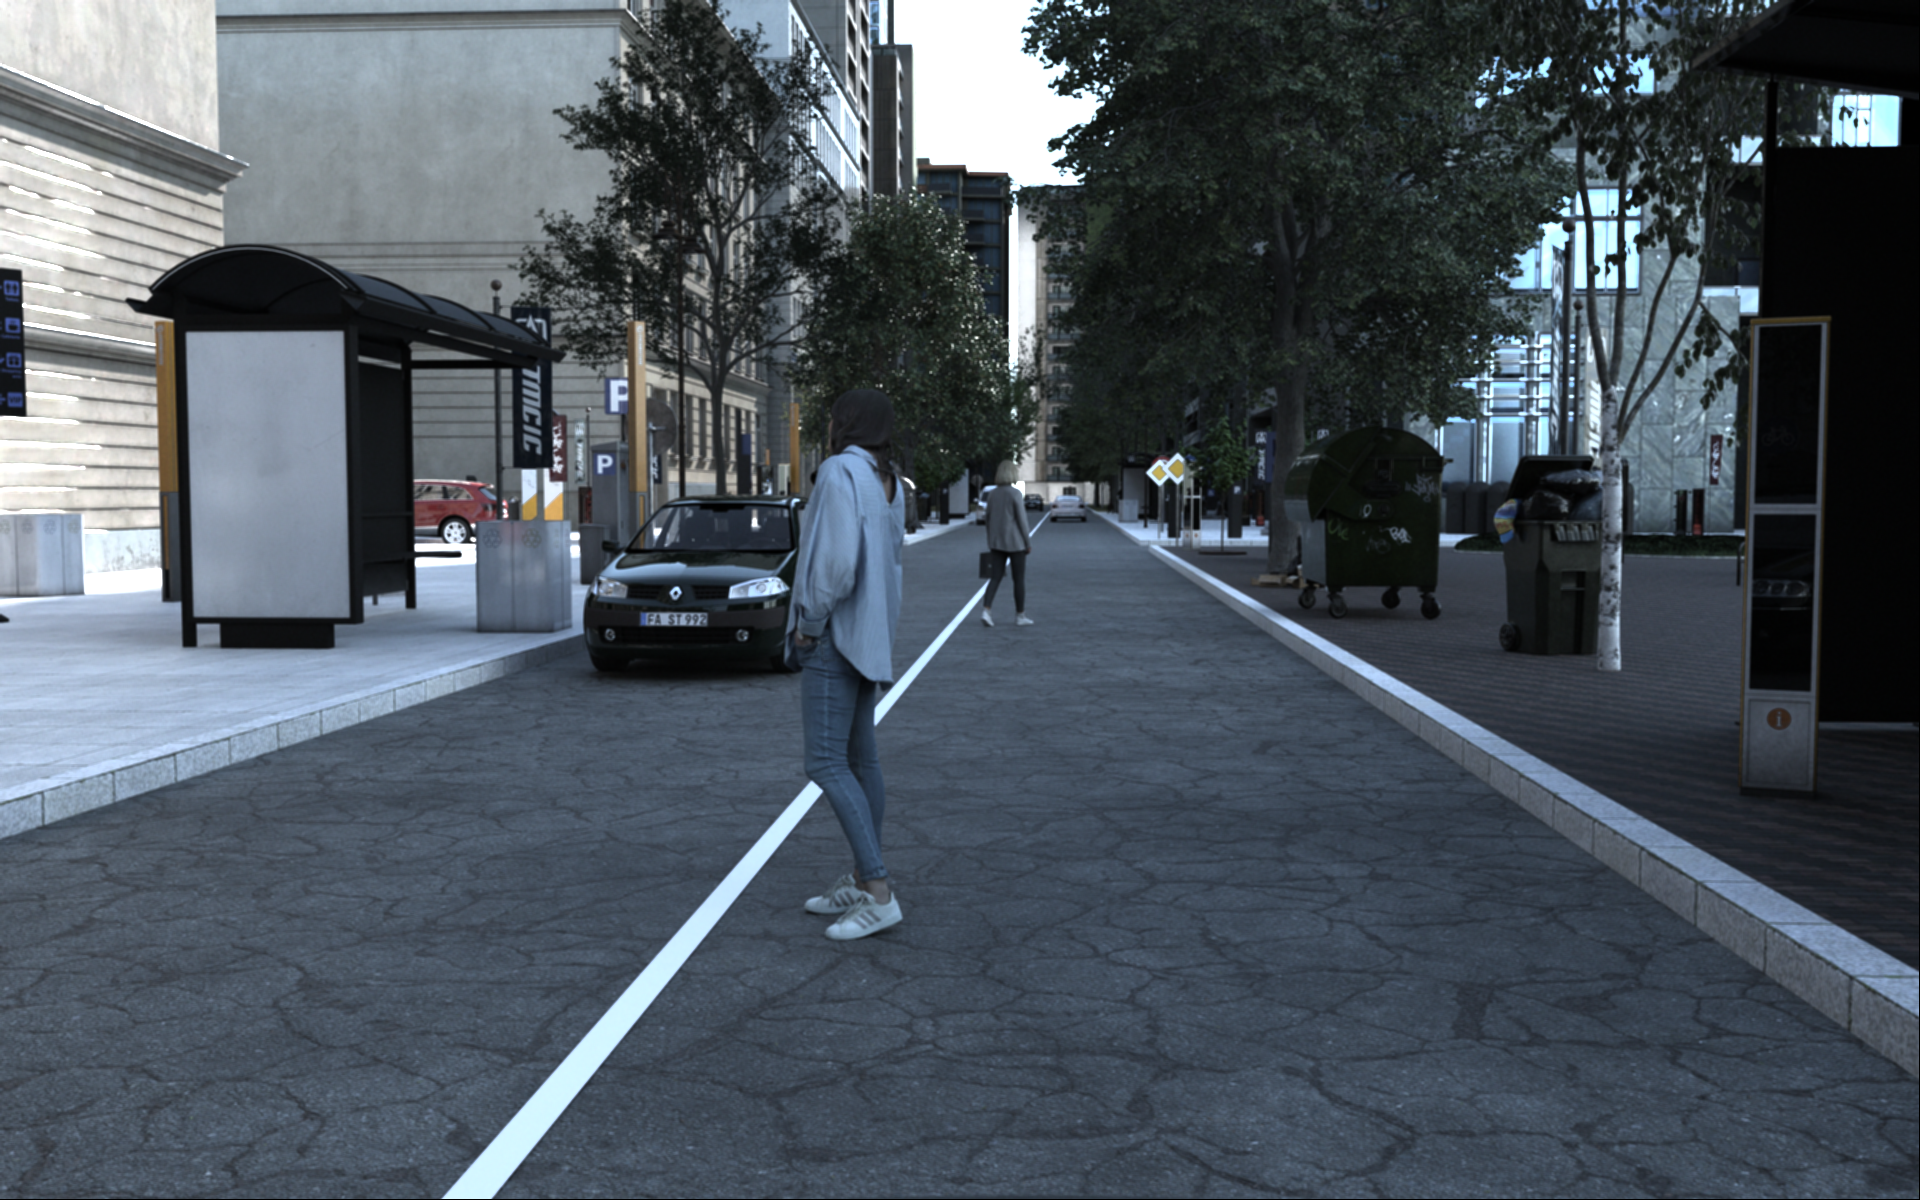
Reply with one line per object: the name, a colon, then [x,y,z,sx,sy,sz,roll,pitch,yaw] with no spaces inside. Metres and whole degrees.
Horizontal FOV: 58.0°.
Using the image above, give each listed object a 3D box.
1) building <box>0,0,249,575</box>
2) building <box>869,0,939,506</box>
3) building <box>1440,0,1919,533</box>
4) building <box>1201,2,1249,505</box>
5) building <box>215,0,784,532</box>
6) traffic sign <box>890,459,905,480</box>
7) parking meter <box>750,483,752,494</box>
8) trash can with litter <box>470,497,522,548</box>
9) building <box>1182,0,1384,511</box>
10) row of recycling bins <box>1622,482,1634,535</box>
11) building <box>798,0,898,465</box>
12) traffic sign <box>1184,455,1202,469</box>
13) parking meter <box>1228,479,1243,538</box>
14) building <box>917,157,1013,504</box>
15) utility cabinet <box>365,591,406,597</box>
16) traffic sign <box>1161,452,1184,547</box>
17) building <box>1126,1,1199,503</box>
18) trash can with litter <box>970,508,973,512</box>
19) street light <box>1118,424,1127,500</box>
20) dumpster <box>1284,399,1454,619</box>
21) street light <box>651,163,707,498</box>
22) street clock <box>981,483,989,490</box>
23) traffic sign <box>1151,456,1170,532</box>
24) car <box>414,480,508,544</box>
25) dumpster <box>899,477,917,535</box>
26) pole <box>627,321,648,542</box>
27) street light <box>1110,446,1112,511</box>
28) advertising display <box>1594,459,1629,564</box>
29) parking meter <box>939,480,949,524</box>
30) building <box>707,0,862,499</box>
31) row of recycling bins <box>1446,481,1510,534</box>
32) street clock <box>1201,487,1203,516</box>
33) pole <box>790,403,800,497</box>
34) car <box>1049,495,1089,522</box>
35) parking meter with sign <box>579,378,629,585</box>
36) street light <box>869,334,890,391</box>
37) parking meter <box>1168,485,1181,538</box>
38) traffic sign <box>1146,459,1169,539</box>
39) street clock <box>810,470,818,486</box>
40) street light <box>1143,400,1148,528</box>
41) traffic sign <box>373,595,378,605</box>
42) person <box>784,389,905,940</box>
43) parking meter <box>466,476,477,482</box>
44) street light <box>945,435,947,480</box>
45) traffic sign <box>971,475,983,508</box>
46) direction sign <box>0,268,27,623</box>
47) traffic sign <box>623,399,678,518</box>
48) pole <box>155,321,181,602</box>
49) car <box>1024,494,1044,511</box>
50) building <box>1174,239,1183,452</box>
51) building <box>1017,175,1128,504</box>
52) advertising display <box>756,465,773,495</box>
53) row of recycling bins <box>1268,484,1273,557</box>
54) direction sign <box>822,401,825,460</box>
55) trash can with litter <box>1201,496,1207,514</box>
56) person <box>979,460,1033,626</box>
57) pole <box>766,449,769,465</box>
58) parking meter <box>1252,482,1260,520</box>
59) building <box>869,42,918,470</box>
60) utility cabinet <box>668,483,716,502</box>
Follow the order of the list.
building: [-30.774,-12.756,27.648,34.723,24.649,14.460,0,4,3]
building: [-18.530,-53.129,181.337,31.000,86.520,22.319,0,4,3]
building: [30.922,-45.996,64.703,31.000,86.520,22.319,0,4,3]
building: [31.316,-29.738,140.839,22.147,44.769,28.867,0,4,3]
building: [-17.780,-14.664,73.045,16.112,22.955,30.059,0,4,3]
traffic sign: [-1.981,-2.836,50.007,0.795,2.450,0.064,0,4,3]
parking meter: [-8.951,-4.114,72.977,0.255,1.863,0.399,2,4,25]
trash can with litter: [-10.432,-1.816,40.755,1.678,1.210,2.233,-3,4,-37]
building: [32.898,-33.160,165.861,21.300,48.544,21.600,0,4,3]
row of recycling bins: [18.526,-2.657,50.561,3.534,1.692,1.069,-3,5,-42]
building: [-15.519,-42.615,135.009,20.563,71.187,20.611,0,4,3]
traffic sign: [7.336,-3.318,54.351,0.768,2.556,0.104,1,4,10]
parking meter: [8.026,-2.736,50.450,0.399,1.863,0.255,-1,4,-17]
building: [-7.655,-35.075,228.104,28.867,44.769,22.147,0,4,3]
utility cabinet: [-7.403,-0.645,21.703,1.020,1.237,0.306,-2,4,-32]
traffic sign: [5.215,-2.319,41.552,0.795,2.450,0.064,0,4,3]
building: [31.806,-48.035,223.622,20.611,71.187,20.563,0,4,3]
trash can with litter: [0.342,-6.784,122.313,1.055,1.170,0.624,-1,4,-19]
street light: [8.841,-7.447,94.548,0.468,5.910,1.993,0,4,3]
dumpster: [4.343,-0.980,18.521,1.502,2.255,1.985,0,4,3]
street light: [-3.966,-3.172,24.643,0.468,5.910,1.993,0,4,3]
street clock: [1.588,-6.455,110.103,0.471,2.002,0.358,-2,4,-35]
traffic sign: [6.791,-3.547,58.096,0.768,2.556,0.104,0,4,4]
car: [-15.057,-2.381,47.601,5.304,1.827,2.281,0,4,2]
dumpster: [-2.071,-3.046,55.568,1.264,1.857,1.865,0,4,4]
pole: [-3.822,-1.633,20.539,0.158,3.312,0.155,0,3,0]
street light: [10.736,-9.215,123.452,0.468,5.910,1.993,0,4,3]
advertising display: [12.143,-1.660,32.354,0.123,1.923,0.974,-1,4,-12]
parking meter: [-0.683,-4.129,73.219,0.399,1.863,0.255,-1,4,-21]
building: [-13.065,-19.877,102.483,11.434,29.767,29.804,0,4,3]
row of recycling bins: [16.850,-2.920,54.855,1.069,1.692,3.534,-2,4,-33]
street clock: [14.057,-5.913,101.241,0.358,2.002,0.471,0,4,5]
pole: [-3.714,-2.759,38.957,0.158,3.312,0.155,0,3,0]
car: [5.690,-4.784,90.584,2.083,1.381,4.827,0,4,4]
parking meter with sign: [-5.109,-1.772,25.228,0.543,3.016,1.738,0,4,4]
street light: [-2.340,-4.735,50.200,0.468,5.910,1.993,0,4,3]
parking meter: [6.271,-2.585,50.674,0.372,1.533,0.369,0,3,0]
traffic sign: [5.698,-2.806,49.522,0.795,2.450,0.064,0,4,3]
street clock: [-4.336,-2.976,53.224,0.471,2.002,0.358,1,4,14]
street light: [7.092,-5.701,65.997,0.468,5.910,1.993,0,4,3]
traffic sign: [-6.771,-1.093,19.993,0.606,2.300,0.079,0,4,5]
person: [-0.354,0.179,5.837,0.793,1.790,0.793,-1,4,-17]
parking meter: [-15.476,-3.009,54.904,0.255,1.863,0.399,-2,4,-28]
street light: [-0.641,-6.493,78.941,0.468,5.910,1.993,0,4,3]
traffic sign: [1.124,-6.983,114.285,0.768,2.556,0.104,0,4,5]
direction sign: [-9.737,-1.544,17.240,0.379,3.537,0.876,3,4,36]
traffic sign: [-4.143,-1.411,23.174,0.768,2.556,0.104,1,4,11]
pole: [-9.393,-1.634,20.553,0.158,3.312,0.155,0,3,0]
car: [6.048,-8.229,144.338,2.009,1.686,4.222,0,4,4]
building: [29.822,-25.245,184.452,14.160,30.474,14.107,0,4,3]
building: [14.292,-32.951,222.338,14.086,41.232,14.154,0,4,3]
advertising display: [-4.325,-2.032,38.445,0.123,1.923,0.974,1,4,9]
row of recycling bins: [6.737,-1.549,32.447,1.069,1.692,3.534,-1,4,-10]
direction sign: [-3.371,-3.104,42.744,0.379,3.537,0.876,0,4,-8]
trash can with litter: [14.641,-5.551,102.146,0.624,1.170,1.055,-1,4,-18]
person: [0.444,-0.625,18.894,0.709,1.800,0.728,3,5,42]
pole: [-8.745,-5.193,78.750,0.158,3.312,0.155,0,3,0]
parking meter: [14.790,-4.945,86.568,0.255,1.863,0.399,-1,4,-20]
building: [-11.298,-28.716,153.104,14.154,41.232,14.086,0,4,3]
utility cabinet: [-5.313,-1.613,35.057,1.173,1.500,0.318,-3,5,-41]
